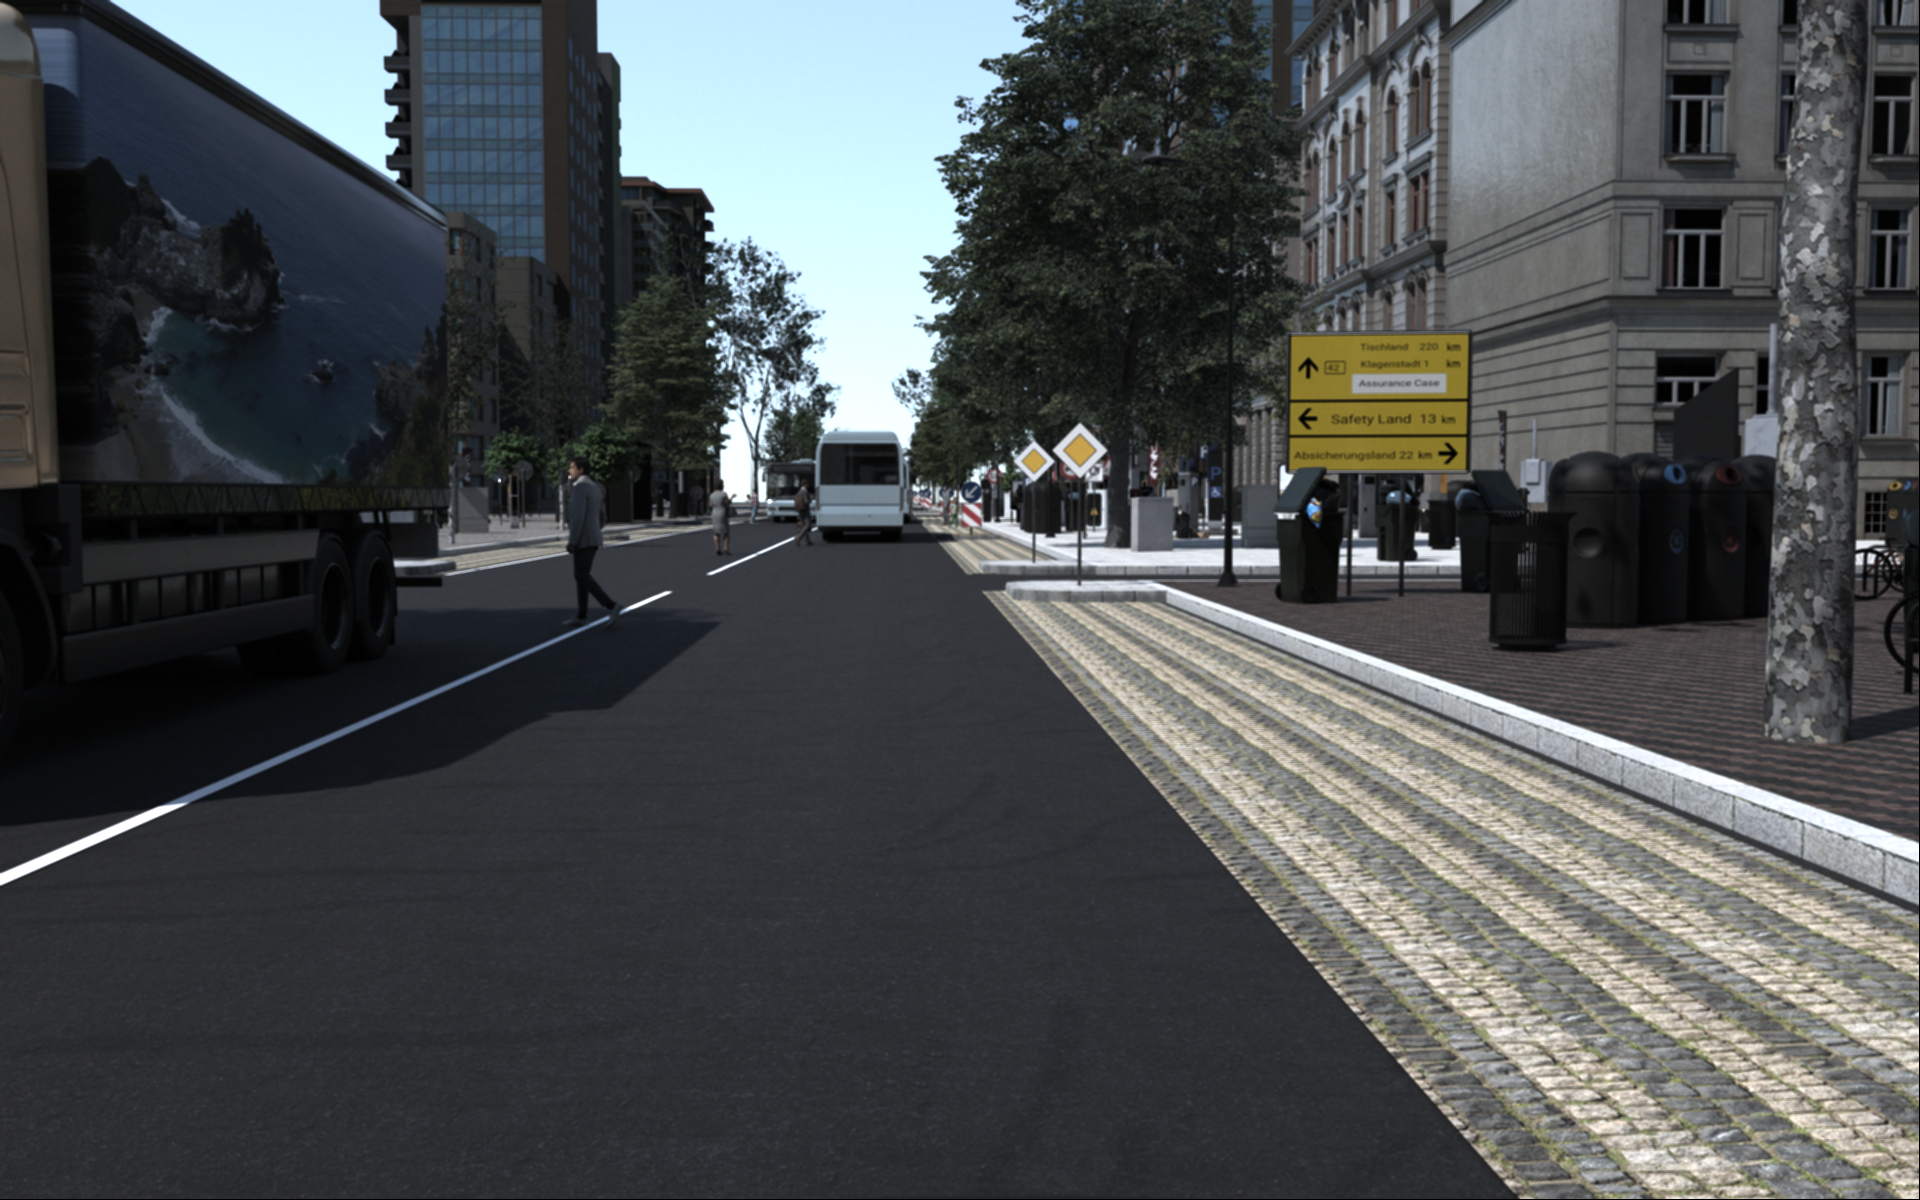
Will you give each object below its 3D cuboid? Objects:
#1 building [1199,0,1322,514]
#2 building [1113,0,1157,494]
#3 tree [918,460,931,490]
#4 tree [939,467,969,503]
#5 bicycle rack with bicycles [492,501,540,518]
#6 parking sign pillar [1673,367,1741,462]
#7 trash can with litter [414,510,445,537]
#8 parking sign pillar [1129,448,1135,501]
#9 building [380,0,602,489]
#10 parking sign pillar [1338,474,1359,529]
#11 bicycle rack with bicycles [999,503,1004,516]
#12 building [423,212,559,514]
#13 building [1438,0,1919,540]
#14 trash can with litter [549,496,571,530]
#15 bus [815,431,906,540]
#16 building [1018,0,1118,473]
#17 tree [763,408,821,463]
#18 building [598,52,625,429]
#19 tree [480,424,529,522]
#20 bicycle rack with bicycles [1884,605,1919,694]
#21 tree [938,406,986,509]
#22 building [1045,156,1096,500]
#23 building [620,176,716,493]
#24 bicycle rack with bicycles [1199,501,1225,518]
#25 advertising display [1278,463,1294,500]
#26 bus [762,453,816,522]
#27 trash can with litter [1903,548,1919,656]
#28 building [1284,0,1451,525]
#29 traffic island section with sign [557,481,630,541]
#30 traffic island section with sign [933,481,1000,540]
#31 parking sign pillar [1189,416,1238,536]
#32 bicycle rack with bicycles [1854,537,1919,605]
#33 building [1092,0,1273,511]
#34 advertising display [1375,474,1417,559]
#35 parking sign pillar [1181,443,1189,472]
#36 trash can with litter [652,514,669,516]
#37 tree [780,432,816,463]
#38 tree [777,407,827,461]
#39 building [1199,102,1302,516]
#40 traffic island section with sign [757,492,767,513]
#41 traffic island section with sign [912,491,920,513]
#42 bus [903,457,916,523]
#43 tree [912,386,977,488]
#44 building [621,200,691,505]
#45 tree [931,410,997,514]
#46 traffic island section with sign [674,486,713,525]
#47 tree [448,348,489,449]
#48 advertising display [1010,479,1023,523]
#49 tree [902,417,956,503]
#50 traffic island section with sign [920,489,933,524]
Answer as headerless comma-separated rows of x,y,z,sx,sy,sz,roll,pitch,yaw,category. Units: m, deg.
21.115,-28.614,117.952,14.600,45.320,14.200,0,4,-2,building
24.371,-31.844,140.259,23.786,49.044,30.456,0,4,-2,building
-3.040,-16.390,218.338,4.360,8.622,3.978,0,3,0,tree
-0.526,-11.579,173.031,4.285,4.588,4.351,0,3,0,tree
-24.376,-5.022,95.494,2.852,0.926,2.925,-2,4,-27,bicycle rack with bicycles
16.125,-2.993,37.414,1.447,3.967,1.447,3,5,42,parking sign pillar
-16.392,-2.542,52.625,1.678,1.210,2.233,-2,4,-23,trash can with litter
8.954,-6.527,95.182,1.447,3.967,1.447,0,4,0,parking sign pillar
-37.525,-30.042,141.305,14.600,45.320,14.200,0,4,-2,building
14.498,-4.646,64.427,1.447,3.967,1.447,2,4,31,parking sign pillar
3.383,-5.377,101.288,2.925,0.926,2.852,0,4,-8,bicycle rack with bicycles
-44.634,-16.829,120.198,27.650,21.520,28.899,0,4,-2,building
31.766,-13.547,54.778,30.059,22.955,16.112,0,4,-2,building
-14.242,-3.197,63.322,1.678,1.210,2.233,-2,4,-30,trash can with litter
-3.180,-3.786,56.757,2.948,3.499,13.247,0,4,-2,bus
20.703,-57.319,249.828,22.319,86.520,31.000,0,4,-2,building
-20.122,-17.240,207.636,9.928,11.665,9.643,0,3,0,tree
-38.394,-28.864,155.524,14.154,41.232,14.086,0,4,-2,building
-20.692,-5.952,81.033,4.285,4.588,4.351,0,3,0,tree
7.336,0.141,11.077,2.852,0.926,2.925,-2,4,-33,bicycle rack with bicycles
0.057,-11.421,137.099,4.737,8.622,4.395,0,3,0,tree
21.623,-34.655,221.238,22.147,44.769,28.867,0,4,-2,building
-45.877,-35.868,241.060,22.147,44.769,28.867,0,4,-2,building
13.855,-4.924,93.894,2.852,0.926,2.925,0,4,-6,bicycle rack with bicycles
6.950,-1.847,35.407,0.974,1.923,0.123,3,5,40,advertising display
-8.278,-5.868,90.798,2.948,3.499,13.247,0,4,0,bus
7.869,-0.145,13.766,0.624,1.170,1.055,1,4,20,trash can with litter
23.643,-17.675,76.379,14.401,28.519,23.554,0,4,-2,building
-11.315,-2.753,53.636,1.989,1.847,2.006,0,4,-2,traffic island section with sign
0.226,-2.839,55.048,1.989,1.847,2.006,0,4,-2,traffic island section with sign
7.980,-4.015,54.115,1.447,3.967,1.447,0,4,7,parking sign pillar
12.465,-0.494,21.459,2.925,0.926,2.852,2,4,25,bicycle rack with bicycles
20.115,-31.342,162.555,14.600,45.320,14.200,0,4,-2,building
8.610,-1.774,34.212,0.974,1.923,0.123,-2,4,-29,advertising display
11.932,-6.208,89.980,1.447,3.967,1.447,-1,4,-19,parking sign pillar
-18.029,-5.494,100.890,2.233,1.210,1.678,-1,4,-19,trash can with litter
-19.050,-15.358,201.471,4.360,8.622,3.978,0,3,0,tree
-20.095,-18.756,224.791,7.486,12.596,7.792,0,3,0,tree
20.642,-16.469,98.147,11.050,23.489,19.941,0,4,-2,building
-14.107,-7.393,129.507,1.989,1.847,2.006,0,4,-2,traffic island section with sign
-2.617,-7.542,131.943,1.989,1.847,2.006,0,4,-2,traffic island section with sign
-3.790,-5.762,89.073,2.948,3.499,13.247,0,4,-1,bus
-0.963,-15.174,166.219,7.486,12.596,7.792,0,3,0,tree
-49.678,-31.969,214.575,32.217,40.220,23.993,0,4,-2,building
1.216,-9.762,109.971,4.360,8.622,3.978,0,3,0,tree
-12.325,-4.439,81.202,1.989,1.847,2.006,0,4,-2,traffic island section with sign
-25.183,-8.197,84.387,4.737,8.622,4.395,0,3,0,tree
2.679,-4.370,76.661,0.974,1.923,0.123,-2,4,-26,advertising display
-4.469,-20.335,249.485,9.611,12.733,9.660,0,3,0,tree
-0.767,-4.489,82.017,1.989,1.847,2.006,0,4,-2,traffic island section with sign
